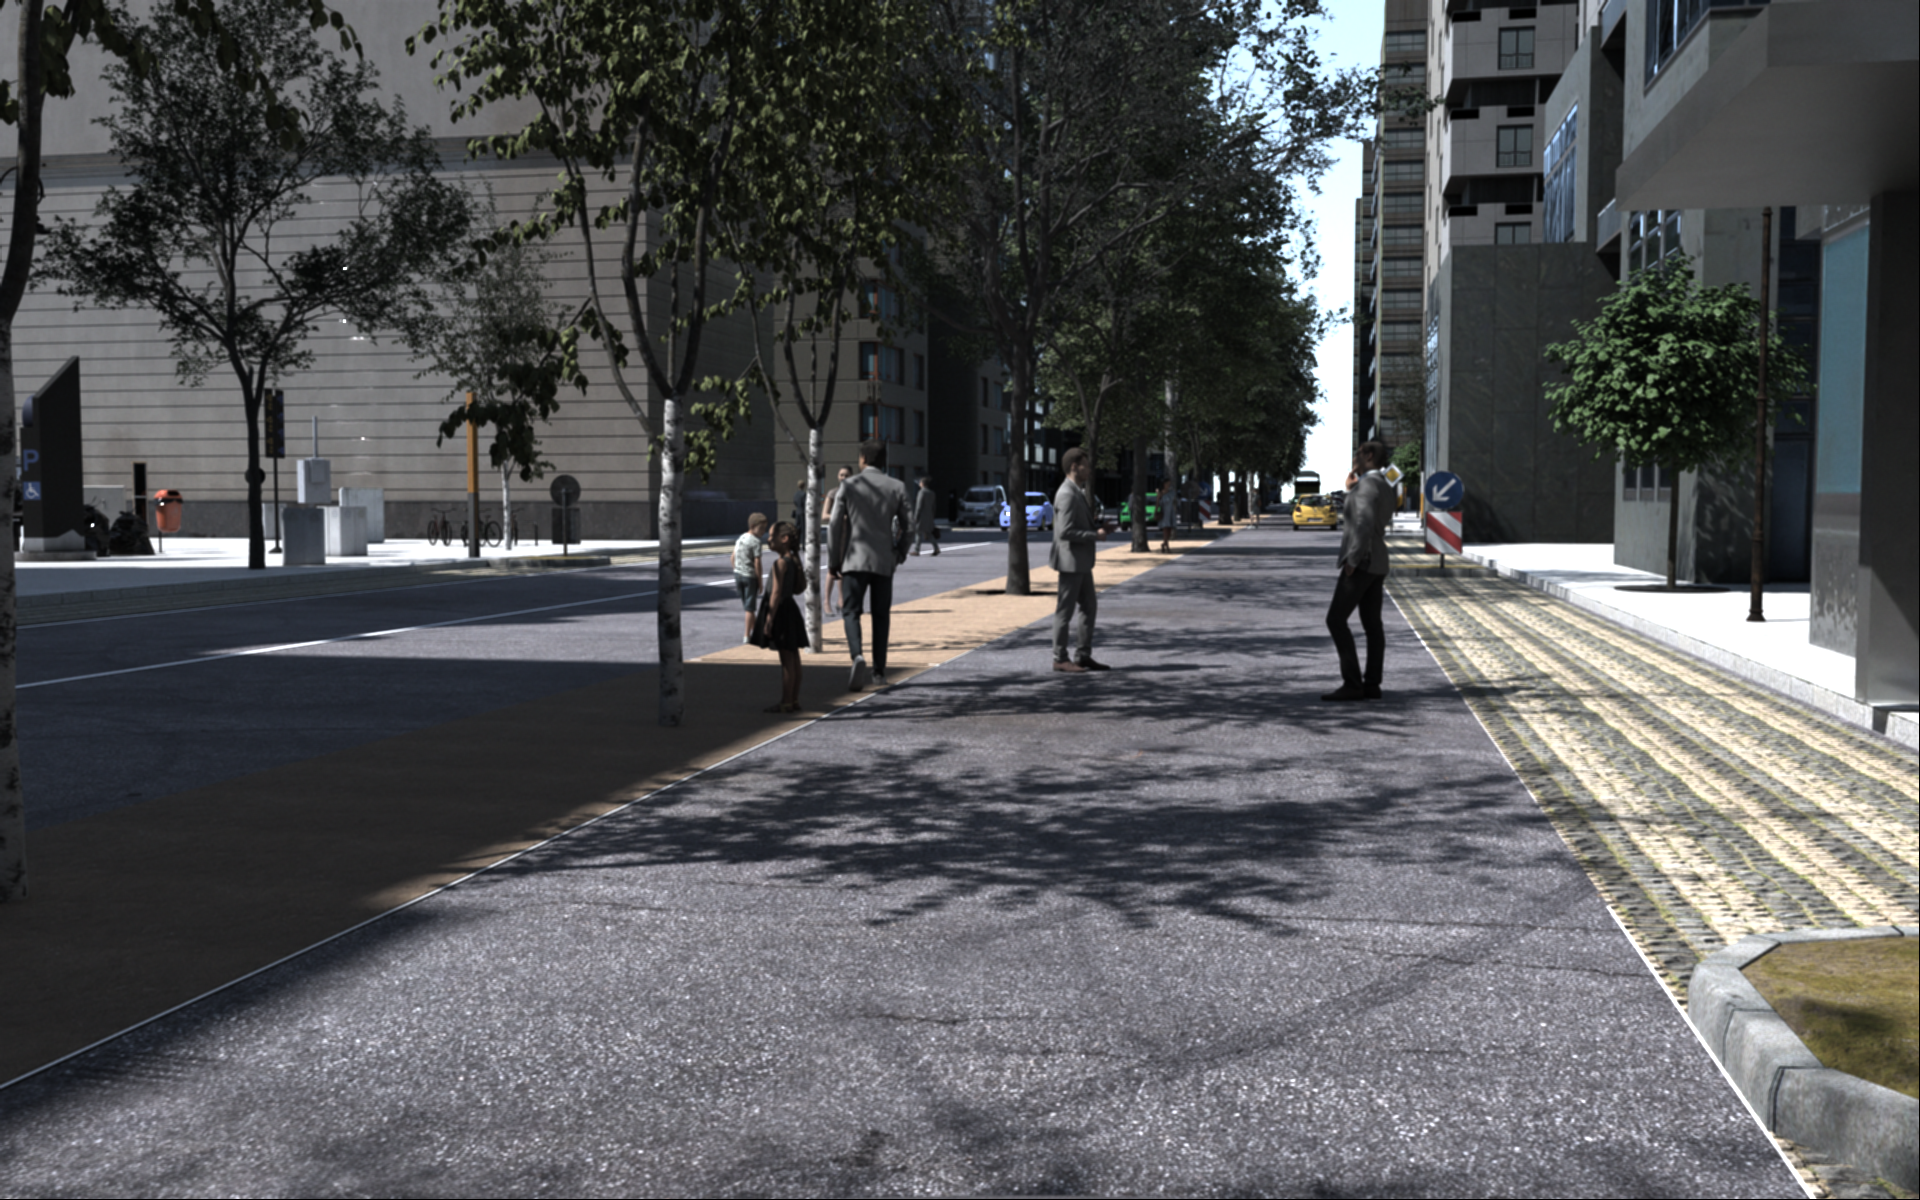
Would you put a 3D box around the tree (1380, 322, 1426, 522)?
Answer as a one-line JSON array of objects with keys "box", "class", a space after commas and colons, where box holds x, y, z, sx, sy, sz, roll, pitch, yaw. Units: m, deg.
[{"box": [19.687, -7.434, 71.909, 4.360, 8.622, 3.978, 0, 3, 0], "class": "tree"}]

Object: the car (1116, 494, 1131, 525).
[{"box": [8.381, -4.195, 80.385, 2.131, 1.459, 4.920, 1, 4, 11], "class": "car"}]

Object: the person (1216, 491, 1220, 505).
[{"box": [32.563, -12.858, 218.869, 0.705, 1.807, 1.348, -1, 4, -17], "class": "person"}]

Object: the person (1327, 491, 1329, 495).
[{"box": [62.174, -17.427, 293.063, 1.348, 1.869, 0.705, -2, 4, -25], "class": "person"}]

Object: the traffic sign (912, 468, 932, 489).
[{"box": [-1.459, -3.856, 66.695, 0.795, 2.450, 0.064, 1, 4, 12], "class": "traffic sign"}]

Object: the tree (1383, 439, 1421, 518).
[{"box": [24.438, -6.621, 91.965, 4.285, 4.588, 4.351, 0, 3, 0], "class": "tree"}]

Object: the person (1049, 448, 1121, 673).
[{"box": [1.002, -0.320, 13.930, 0.583, 1.804, 0.606, 0, 4, 6], "class": "person"}]

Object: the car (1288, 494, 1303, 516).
[{"box": [22.909, -6.337, 115.402, 2.131, 1.459, 4.920, 1, 4, 11], "class": "car"}]

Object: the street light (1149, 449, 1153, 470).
[{"box": [19.799, -12.633, 179.341, 0.468, 5.910, 1.993, 1, 4, 12], "class": "street light"}]

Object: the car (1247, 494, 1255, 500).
[{"box": [34.788, -11.923, 204.723, 2.009, 1.686, 4.222, 1, 4, 10], "class": "car"}]

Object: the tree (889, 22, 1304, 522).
[{"box": [2.475, -5.954, 34.212, 8.767, 10.594, 7.601, 1, 4, 12], "class": "tree"}]

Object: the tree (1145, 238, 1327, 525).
[{"box": [12.227, -10.410, 79.310, 9.857, 13.997, 8.962, 0, 3, 0], "class": "tree"}]

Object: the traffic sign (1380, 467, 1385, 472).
[{"box": [15.425, -3.642, 63.193, 0.795, 2.450, 0.064, 1, 4, 12], "class": "traffic sign"}]

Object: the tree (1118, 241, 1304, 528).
[{"box": [9.344, -8.574, 68.394, 9.928, 11.665, 9.643, 0, 3, 0], "class": "tree"}]

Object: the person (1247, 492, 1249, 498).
[{"box": [41.782, -14.769, 250.709, 1.217, 1.736, 0.721, 1, 4, 13], "class": "person"}]

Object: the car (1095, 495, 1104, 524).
[{"box": [5.723, -4.263, 81.494, 2.131, 1.459, 4.920, 1, 4, 10], "class": "car"}]

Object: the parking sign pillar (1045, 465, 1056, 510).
[{"box": [7.124, -9.320, 140.849, 1.447, 3.967, 1.447, -2, 4, -25], "class": "parking sign pillar"}]

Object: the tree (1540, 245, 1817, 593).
[{"box": [9.518, -2.396, 22.894, 4.285, 4.588, 4.351, 0, 3, 0], "class": "tree"}]

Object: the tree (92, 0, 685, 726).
[{"box": [-1.772, -3.538, 10.663, 4.737, 8.622, 4.395, 0, 3, 0], "class": "tree"}]

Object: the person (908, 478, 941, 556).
[{"box": [-0.825, -1.925, 40.074, 0.767, 1.812, 0.694, 3, 4, 36], "class": "person"}]

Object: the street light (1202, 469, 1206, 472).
[{"box": [36.824, -17.655, 261.449, 0.468, 5.910, 1.993, 1, 4, 12], "class": "street light"}]

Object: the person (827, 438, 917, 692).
[{"box": [-0.642, -0.266, 12.691, 0.661, 1.843, 0.795, 0, 4, -7], "class": "person"}]

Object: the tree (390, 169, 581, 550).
[{"box": [-10.436, -5.434, 39.203, 4.360, 8.622, 3.978, 0, 3, 0], "class": "tree"}]

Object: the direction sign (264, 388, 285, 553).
[{"box": [-14.822, -2.783, 37.507, 0.379, 3.537, 0.876, 0, 4, 3], "class": "direction sign"}]

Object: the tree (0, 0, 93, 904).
[{"box": [-3.355, -3.256, 6.059, 4.737, 8.622, 4.395, 0, 3, 0], "class": "tree"}]

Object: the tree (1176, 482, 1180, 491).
[{"box": [27.500, -13.938, 222.482, 1.663, 3.219, 1.824, 0, 3, 0], "class": "tree"}]

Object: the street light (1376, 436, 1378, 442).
[{"box": [32.463, -9.920, 134.982, 0.468, 5.910, 1.993, 1, 4, 12], "class": "street light"}]

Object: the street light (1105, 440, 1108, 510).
[{"box": [12.103, -10.365, 142.249, 0.468, 5.910, 1.993, 1, 4, 12], "class": "street light"}]

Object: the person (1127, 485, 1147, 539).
[{"box": [5.733, -2.822, 55.313, 0.598, 1.740, 0.731, 3, 5, 41], "class": "person"}]

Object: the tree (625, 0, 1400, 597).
[{"box": [0.823, -6.822, 24.367, 12.009, 13.543, 11.850, 0, 3, 0], "class": "tree"}]

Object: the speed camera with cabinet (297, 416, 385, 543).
[{"box": [-16.007, -3.085, 44.776, 2.038, 3.252, 0.660, -3, 4, -39], "class": "speed camera with cabinet"}]

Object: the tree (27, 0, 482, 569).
[{"box": [-11.945, -5.826, 29.669, 8.767, 10.594, 7.601, 1, 4, 11], "class": "tree"}]

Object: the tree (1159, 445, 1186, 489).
[{"box": [26.898, -16.255, 216.138, 4.737, 8.622, 4.395, 0, 3, 0], "class": "tree"}]

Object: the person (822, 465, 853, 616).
[{"box": [-1.398, -0.714, 20.518, 0.599, 1.781, 0.374, -3, 5, -42], "class": "person"}]

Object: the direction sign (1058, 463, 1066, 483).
[{"box": [7.674, -8.287, 127.489, 0.876, 3.537, 0.379, 0, 4, -7], "class": "direction sign"}]

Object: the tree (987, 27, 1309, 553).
[{"box": [4.413, -7.398, 41.541, 7.486, 12.596, 7.792, 0, 3, 0], "class": "tree"}]

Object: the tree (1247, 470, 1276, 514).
[{"box": [17.920, -9.415, 106.762, 4.360, 8.622, 3.978, 0, 3, 0], "class": "tree"}]

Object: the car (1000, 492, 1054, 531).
[{"box": [2.654, -3.576, 68.067, 1.945, 1.707, 3.694, 1, 4, 12], "class": "car"}]

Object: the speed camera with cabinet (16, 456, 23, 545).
[{"box": [-22.455, -2.901, 41.763, 2.038, 3.252, 0.660, 2, 4, 28], "class": "speed camera with cabinet"}]

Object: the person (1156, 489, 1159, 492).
[{"box": [12.760, -6.308, 112.050, 0.576, 1.772, 0.534, 1, 4, 13], "class": "person"}]

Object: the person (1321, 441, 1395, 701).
[{"box": [2.789, -0.210, 12.113, 0.473, 1.802, 0.592, 3, 5, 44], "class": "person"}]

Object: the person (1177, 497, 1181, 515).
[{"box": [14.972, -6.414, 118.388, 0.382, 1.210, 0.505, 2, 4, 35], "class": "person"}]

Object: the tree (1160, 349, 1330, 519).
[{"box": [16.400, -11.025, 99.729, 9.611, 12.733, 9.660, 0, 3, 0], "class": "tree"}]

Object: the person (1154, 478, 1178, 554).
[{"box": [4.884, -2.003, 41.338, 0.616, 1.811, 0.778, -1, 4, -13], "class": "person"}]

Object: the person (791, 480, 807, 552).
[{"box": [-3.929, -2.075, 42.850, 0.576, 1.772, 0.534, 1, 4, 22], "class": "person"}]

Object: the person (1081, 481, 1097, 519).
[{"box": [3.362, -2.339, 47.022, 0.678, 1.792, 0.850, -1, 4, -9], "class": "person"}]

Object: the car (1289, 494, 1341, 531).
[{"box": [14.081, -3.577, 68.710, 2.015, 1.641, 3.980, 1, 4, 11], "class": "car"}]

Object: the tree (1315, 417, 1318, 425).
[{"box": [21.583, -11.529, 125.374, 8.767, 10.594, 7.601, 1, 4, 12], "class": "tree"}]

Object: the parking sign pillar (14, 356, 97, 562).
[{"box": [-17.422, -2.737, 33.227, 1.447, 3.967, 1.447, 0, 4, 6], "class": "parking sign pillar"}]

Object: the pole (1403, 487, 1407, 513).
[{"box": [29.504, -7.397, 114.777, 0.158, 3.312, 0.155, 0, 3, 0], "class": "pole"}]

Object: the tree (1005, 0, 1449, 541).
[{"box": [7.417, -11.787, 51.058, 12.611, 20.169, 13.585, 0, 3, 0], "class": "tree"}]

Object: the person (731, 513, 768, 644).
[{"box": [-2.022, -0.213, 16.663, 0.352, 1.250, 0.332, -1, 4, -12], "class": "person"}]

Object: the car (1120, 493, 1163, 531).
[{"box": [7.381, -3.616, 67.922, 1.959, 1.807, 4.718, 1, 4, 13], "class": "car"}]

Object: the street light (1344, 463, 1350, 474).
[{"box": [57.064, -17.224, 254.400, 0.468, 5.910, 1.993, 1, 4, 12], "class": "street light"}]

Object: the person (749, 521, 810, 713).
[{"box": [-1.180, 0.114, 11.310, 0.373, 1.253, 0.362, 1, 4, 14], "class": "person"}]

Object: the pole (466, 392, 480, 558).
[{"box": [-9.808, -2.510, 34.880, 0.158, 3.312, 0.155, 0, 3, 0], "class": "pole"}]

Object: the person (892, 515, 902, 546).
[{"box": [-1.269, -1.160, 32.155, 0.352, 1.250, 0.332, -2, 4, -31], "class": "person"}]

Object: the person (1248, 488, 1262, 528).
[{"box": [12.377, -3.848, 72.419, 0.522, 1.701, 0.512, 3, 5, 39], "class": "person"}]

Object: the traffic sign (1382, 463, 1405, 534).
[{"box": [13.806, -3.164, 55.373, 0.795, 2.450, 0.064, 1, 4, 12], "class": "traffic sign"}]
